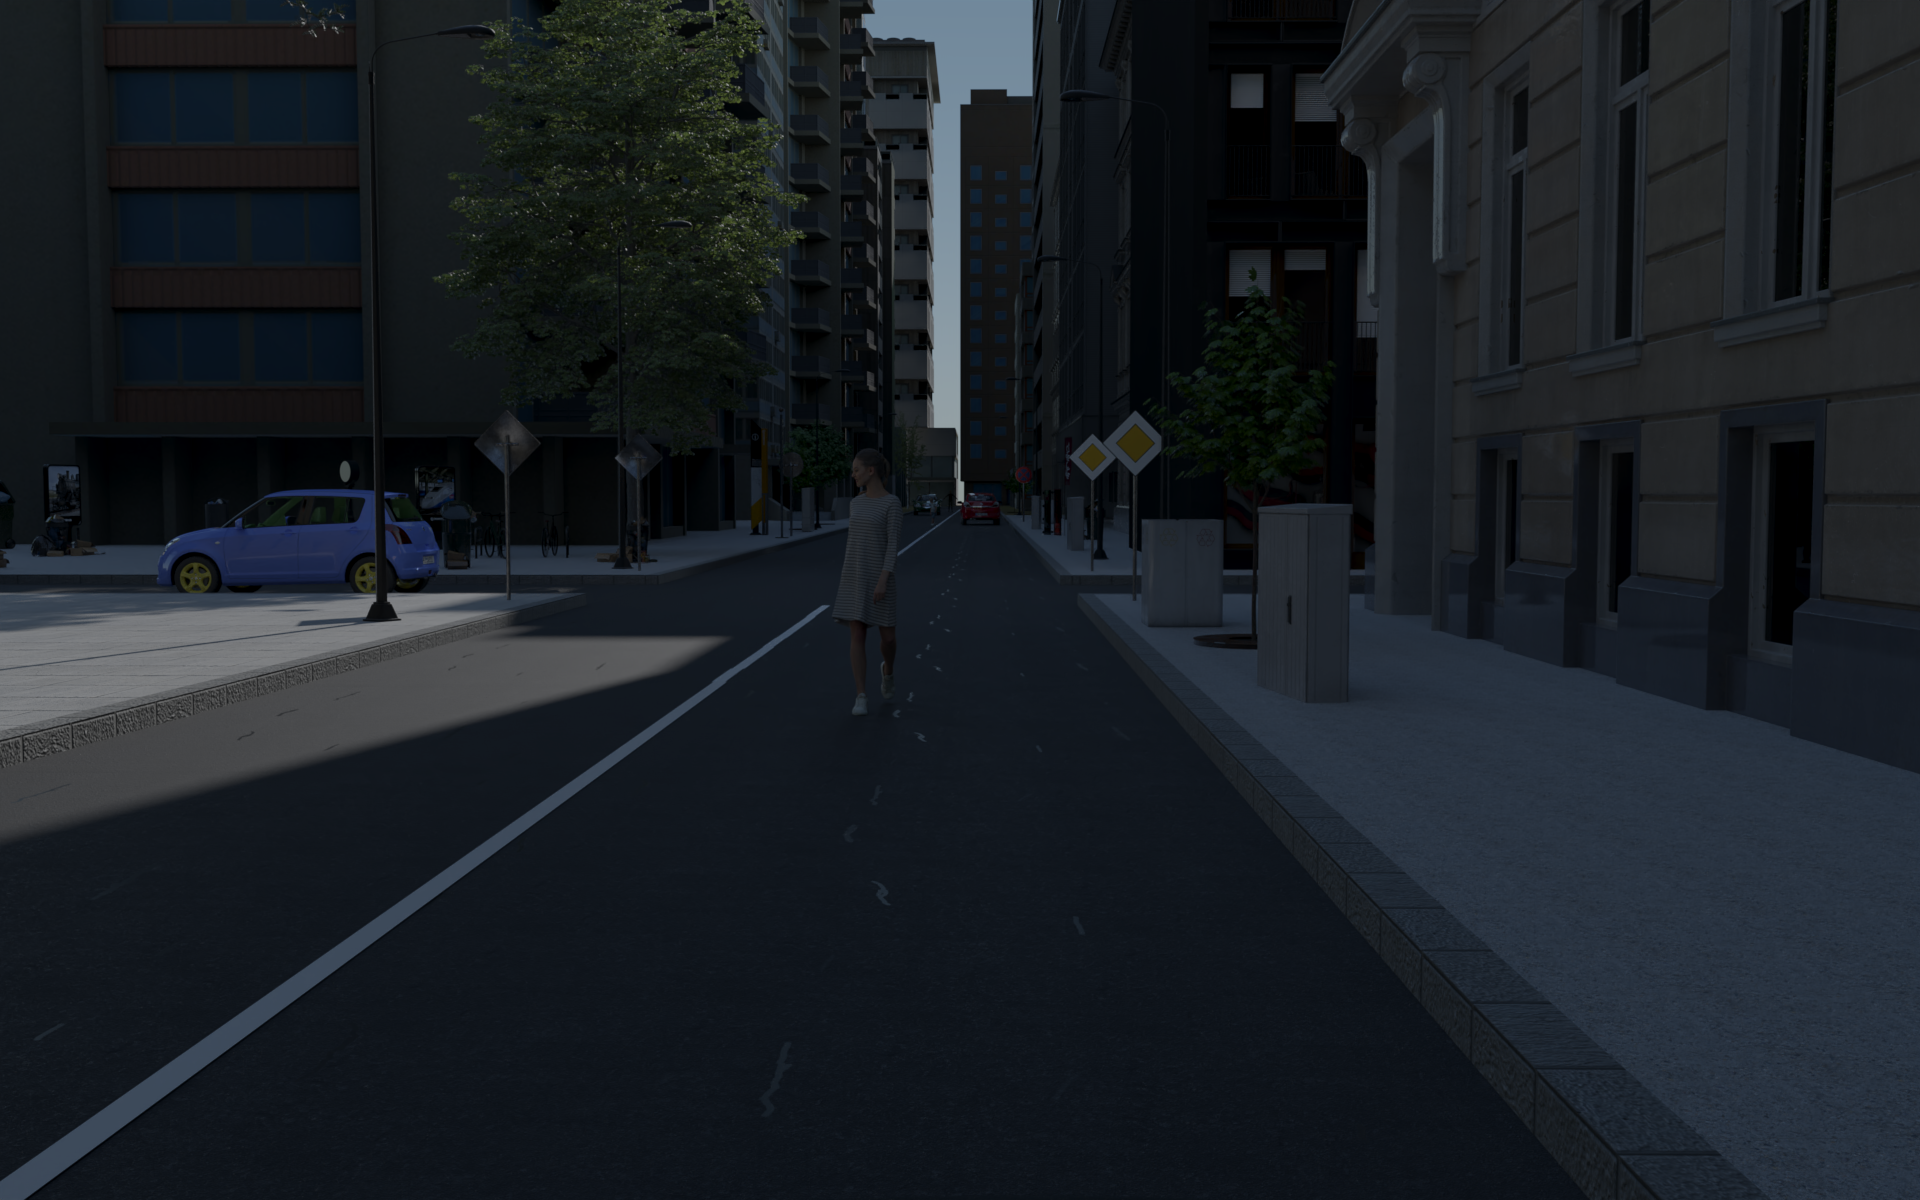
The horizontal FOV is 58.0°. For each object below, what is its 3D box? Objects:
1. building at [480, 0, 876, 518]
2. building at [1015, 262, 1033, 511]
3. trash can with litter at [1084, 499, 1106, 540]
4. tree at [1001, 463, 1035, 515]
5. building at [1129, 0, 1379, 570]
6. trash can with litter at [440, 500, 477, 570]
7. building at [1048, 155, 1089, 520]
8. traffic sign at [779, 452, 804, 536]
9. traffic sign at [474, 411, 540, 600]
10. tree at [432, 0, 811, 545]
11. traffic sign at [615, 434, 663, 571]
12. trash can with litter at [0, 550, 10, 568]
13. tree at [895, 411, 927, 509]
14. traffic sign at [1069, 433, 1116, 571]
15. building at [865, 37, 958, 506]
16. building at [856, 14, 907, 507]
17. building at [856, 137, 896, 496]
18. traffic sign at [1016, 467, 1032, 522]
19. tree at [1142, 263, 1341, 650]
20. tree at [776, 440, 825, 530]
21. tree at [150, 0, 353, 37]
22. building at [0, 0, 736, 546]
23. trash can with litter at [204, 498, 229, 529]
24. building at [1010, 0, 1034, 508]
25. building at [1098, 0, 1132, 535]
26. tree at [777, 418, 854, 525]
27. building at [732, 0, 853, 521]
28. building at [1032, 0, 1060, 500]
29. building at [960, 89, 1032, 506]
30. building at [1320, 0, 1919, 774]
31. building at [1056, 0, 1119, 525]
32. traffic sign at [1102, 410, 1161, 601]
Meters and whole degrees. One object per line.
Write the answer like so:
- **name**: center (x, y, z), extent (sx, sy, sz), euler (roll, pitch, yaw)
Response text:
- **building**: center (-17.266, -28.351, 118.167), extent (22.147, 44.769, 28.867), euler (0, 4, 1)
- **building**: center (18.639, -18.255, 143.504), extent (27.650, 21.520, 28.899), euler (0, 4, 1)
- **trash can with litter**: center (3.546, -2.267, 48.459), extent (1.055, 1.170, 0.624), euler (2, 4, 30)
- **tree**: center (3.860, -7.584, 118.594), extent (1.663, 3.219, 1.824), euler (0, 3, 0)
- **building**: center (11.867, -12.528, 34.512), extent (15.834, 23.373, 12.332), euler (0, 4, 1)
- **trash can with litter**: center (-8.600, -1.127, 29.810), extent (0.624, 1.170, 1.055), euler (-1, 4, -19)
- **building**: center (10.037, -15.015, 94.654), extent (9.793, 20.994, 18.267), euler (0, 4, 1)
- **traffic sign**: center (-5.141, -3.217, 52.710), extent (0.768, 2.556, 0.104), euler (1, 4, 8)
- **traffic sign**: center (-5.449, -1.054, 20.868), extent (0.795, 2.450, 0.064), euler (0, 4, 1)
- **tree**: center (-6.934, -7.207, 35.967), extent (7.486, 12.596, 7.792), euler (0, 3, 0)
- **traffic sign**: center (-5.348, -1.542, 28.852), extent (0.795, 2.450, 0.064), euler (0, 4, 1)
- **trash can with litter**: center (-16.890, -1.126, 29.793), extent (0.624, 1.170, 1.055), euler (0, 4, 0)
- **tree**: center (-4.634, -12.345, 152.205), extent (4.737, 8.622, 4.395), euler (0, 3, 0)
- **traffic sign**: center (2.195, -1.535, 28.737), extent (0.795, 2.450, 0.064), euler (0, 4, 1)
- **building**: center (-14.132, -37.489, 202.187), extent (27.495, 52.752, 28.713), euler (0, 4, 1)
- **building**: center (-21.099, -52.185, 165.904), extent (31.000, 86.520, 22.319), euler (0, 4, 1)
- **building**: center (-12.612, -22.526, 139.994), extent (14.160, 30.474, 14.107), euler (0, 4, 1)
- **traffic sign**: center (2.952, -4.899, 80.210), extent (0.768, 2.556, 0.104), euler (0, 4, 1)
- **tree**: center (2.375, -1.229, 14.696), extent (1.663, 3.219, 1.824), euler (0, 3, 0)
- **tree**: center (-5.546, -4.105, 61.714), extent (1.663, 3.219, 1.824), euler (0, 3, 0)
- **tree**: center (-6.872, -6.065, 9.533), extent (12.009, 13.543, 11.850), euler (0, 3, 0)
- **building**: center (-18.018, -24.466, 54.646), extent (22.147, 44.769, 28.867), euler (0, 4, 1)
- **trash can with litter**: center (-14.767, -1.468, 35.065), extent (2.233, 1.210, 1.678), euler (1, 4, 12)
- **building**: center (15.259, -44.585, 167.219), extent (20.563, 71.187, 20.611), euler (0, 4, 1)
- **building**: center (10.013, -11.425, 51.429), extent (10.561, 19.102, 19.286), euler (0, 4, 1)
- **tree**: center (-6.016, -5.464, 73.051), extent (4.285, 4.588, 4.351), euler (0, 3, 0)
- **building**: center (-22.034, -24.301, 89.204), extent (32.217, 40.220, 23.993), euler (0, 4, 1)
- **building**: center (15.939, -30.202, 117.508), extent (21.300, 48.544, 21.600), euler (0, 4, 1)
- **building**: center (7.195, -33.328, 195.025), extent (14.200, 45.320, 14.600), euler (0, 4, 1)
- **building**: center (10.633, -13.632, 8.782), extent (13.634, 28.700, 20.117), euler (0, 4, 1)
- **building**: center (11.669, -17.079, 72.755), extent (14.314, 27.812, 24.014), euler (0, 4, 1)
- **traffic sign**: center (2.094, -1.047, 20.753), extent (0.795, 2.450, 0.064), euler (0, 4, 1)
